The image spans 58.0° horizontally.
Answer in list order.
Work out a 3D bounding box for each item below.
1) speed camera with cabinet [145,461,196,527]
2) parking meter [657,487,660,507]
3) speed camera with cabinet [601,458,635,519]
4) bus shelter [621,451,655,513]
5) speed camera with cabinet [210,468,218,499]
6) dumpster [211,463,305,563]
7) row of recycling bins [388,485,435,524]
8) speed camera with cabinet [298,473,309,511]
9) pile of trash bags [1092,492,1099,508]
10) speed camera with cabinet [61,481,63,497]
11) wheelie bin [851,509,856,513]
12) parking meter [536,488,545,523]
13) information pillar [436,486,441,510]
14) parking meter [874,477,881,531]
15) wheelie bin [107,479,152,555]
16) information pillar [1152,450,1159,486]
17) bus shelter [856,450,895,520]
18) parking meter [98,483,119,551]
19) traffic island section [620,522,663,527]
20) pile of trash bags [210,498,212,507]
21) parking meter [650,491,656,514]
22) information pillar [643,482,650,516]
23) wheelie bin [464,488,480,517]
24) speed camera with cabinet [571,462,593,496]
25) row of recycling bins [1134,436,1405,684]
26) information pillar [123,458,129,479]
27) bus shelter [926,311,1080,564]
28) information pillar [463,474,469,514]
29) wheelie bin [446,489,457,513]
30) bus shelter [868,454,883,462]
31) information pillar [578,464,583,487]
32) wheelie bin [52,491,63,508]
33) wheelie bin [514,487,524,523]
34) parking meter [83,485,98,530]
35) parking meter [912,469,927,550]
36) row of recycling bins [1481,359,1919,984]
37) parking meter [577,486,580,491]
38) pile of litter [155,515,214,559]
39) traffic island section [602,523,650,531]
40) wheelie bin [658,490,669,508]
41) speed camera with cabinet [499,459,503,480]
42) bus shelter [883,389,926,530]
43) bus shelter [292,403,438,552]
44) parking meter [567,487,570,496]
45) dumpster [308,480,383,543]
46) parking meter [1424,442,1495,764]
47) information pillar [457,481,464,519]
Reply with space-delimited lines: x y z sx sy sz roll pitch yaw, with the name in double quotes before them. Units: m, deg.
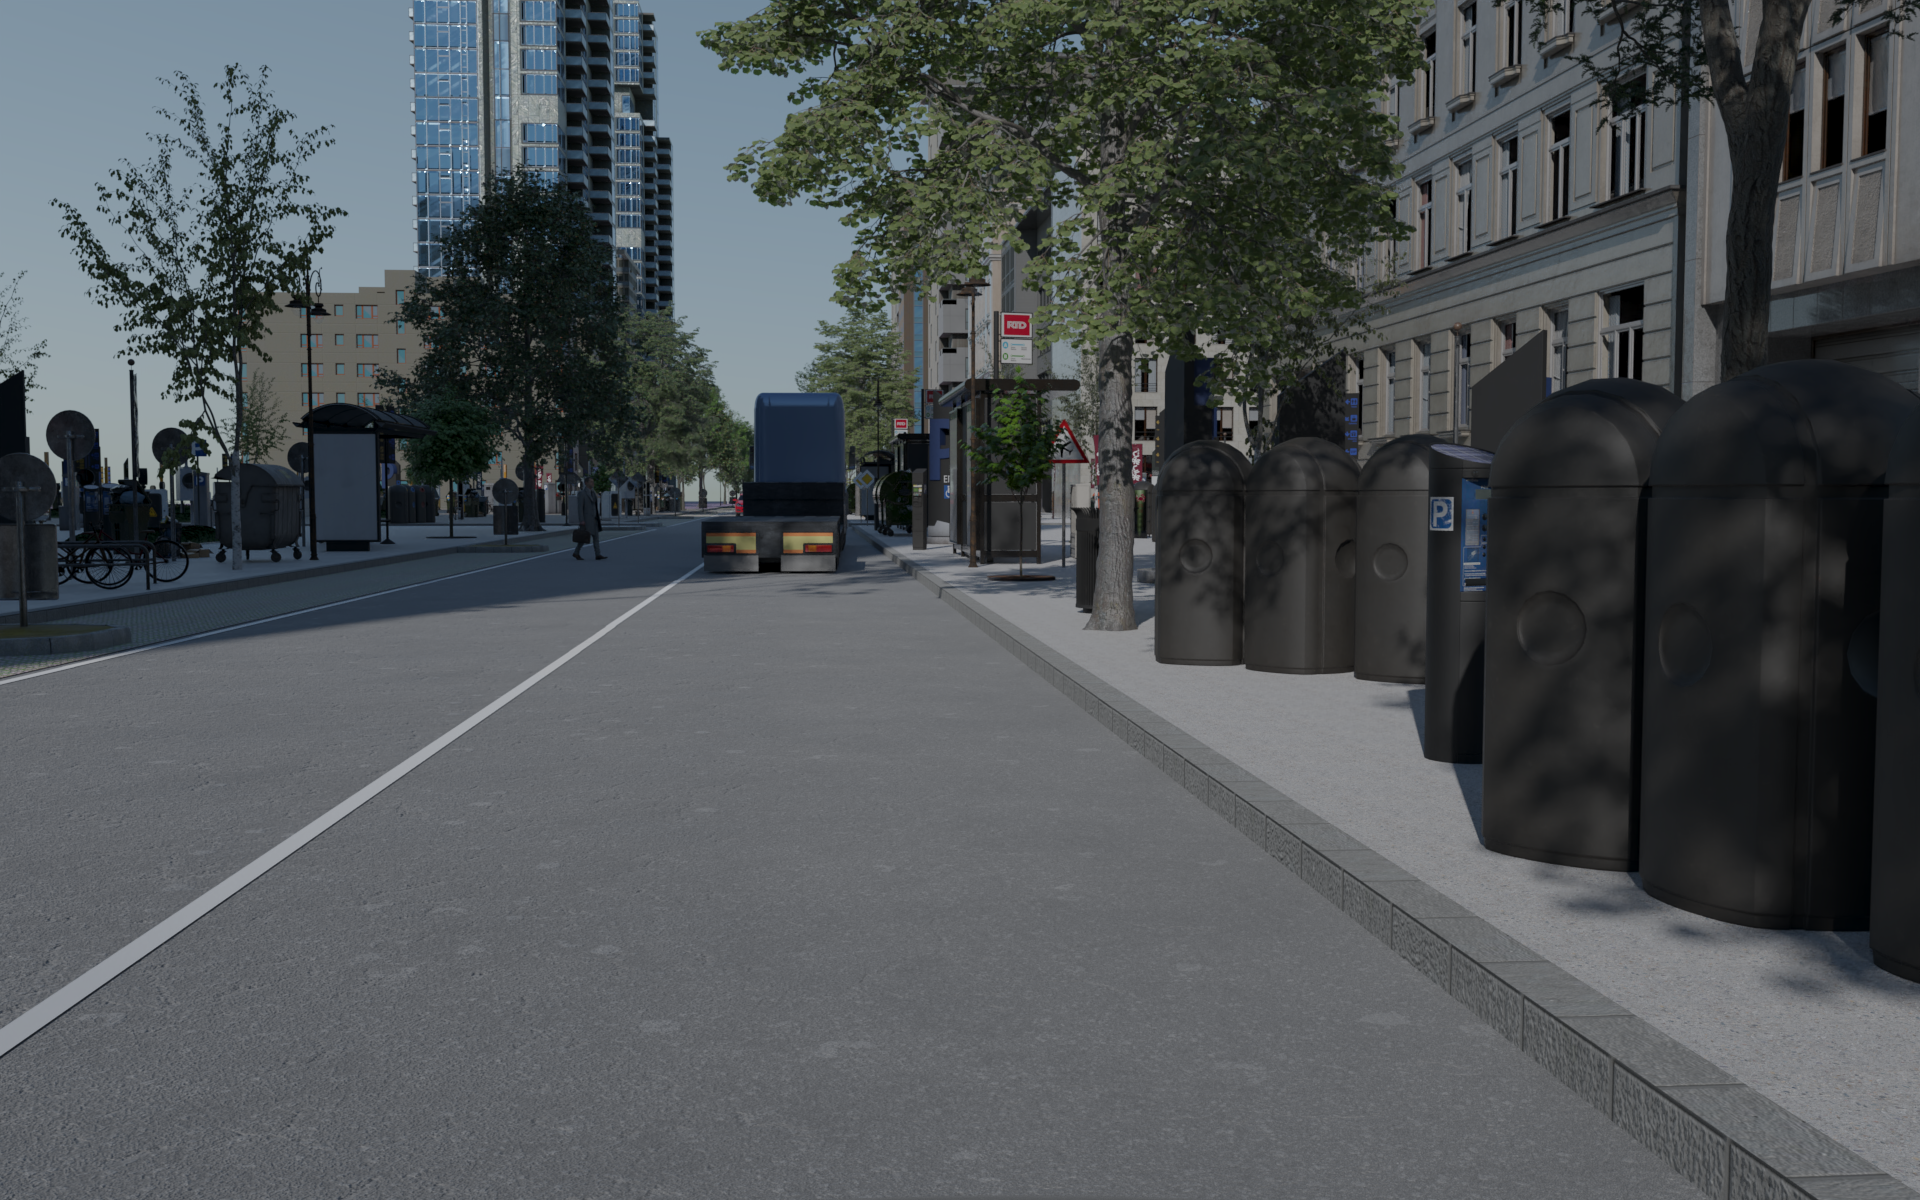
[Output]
"speed camera with cabinet" -26.673 -3.908 58.234 2.038 3.252 0.660 -3 5 -39
"parking meter" -25.722 -8.709 148.096 0.255 1.863 0.399 0 4 1
"speed camera with cabinet" -18.081 -5.951 91.634 0.660 3.252 2.038 2 4 30
"bus shelter" -23.014 -8.873 122.699 2.179 5.291 8.768 0 4 -5
"speed camera with cabinet" -55.596 -8.197 128.353 0.660 3.252 2.038 3 5 41
"dumpster" -13.408 -1.672 33.099 1.264 1.857 1.865 0 4 -5
"row of recycling bins" -24.254 -4.243 76.483 1.069 1.692 3.534 1 4 8
"speed camera with cabinet" -34.356 -5.833 89.699 2.038 3.252 0.660 0 4 1
"pile of trash bags" 8.192 -4.776 87.836 3.447 1.369 1.912 2 4 35
"speed camera with cabinet" -60.054 -7.534 117.523 0.660 3.252 2.038 1 4 12
"wheelie bin" -7.243 -6.577 115.439 0.980 1.594 0.693 -1 4 -18
"parking meter" -18.836 -4.247 77.849 0.372 1.533 0.369 0 3 0
"information pillar" -42.085 -9.075 139.725 0.183 3.616 0.504 -3 5 -44
"parking meter" -2.804 -3.371 60.820 0.399 1.863 0.255 -1 4 -14
"wheelie bin" -17.699 -1.774 36.918 0.980 1.594 0.693 2 4 30
"information pillar" 9.158 -5.459 80.606 0.504 3.616 0.183 3 5 41
"bus shelter" -3.891 -5.389 82.027 2.014 3.302 5.546 0 4 -5
"parking meter" -19.265 -1.890 39.316 0.372 1.533 0.369 0 3 0
"traffic island section" -14.262 -3.329 76.707 2.009 0.180 2.903 0 4 -5
"pile of trash bags" -37.941 -4.882 89.565 1.912 1.369 3.447 1 4 22
"parking meter" -19.714 -6.212 109.970 0.372 1.533 0.369 0 3 0
"information pillar" -18.572 -6.007 102.705 0.304 2.012 0.304 3 5 43
"wheelie bin" -26.815 -5.339 95.203 0.693 1.594 0.980 2 4 29
"speed camera with cabinet" -20.473 -6.087 93.852 0.660 3.252 2.038 -2 4 -31
"row of recycling bins" 2.902 -0.321 12.355 3.534 1.692 1.069 3 5 40
"information pillar" -53.763 -7.363 111.735 0.183 3.616 0.504 0 4 4
"bus shelter" 0.767 -3.554 35.737 2.179 5.291 8.768 0 4 -5
"information pillar" -27.767 -6.468 97.100 0.504 3.616 0.183 -2 4 -33
"wheelie bin" -33.804 -6.569 115.304 0.693 1.594 0.980 0 4 1
"bus shelter" -3.611 -6.834 89.360 2.179 5.291 8.768 0 4 -5
"information pillar" -29.194 -8.685 133.346 0.504 3.616 0.183 2 4 30
"wheelie bin" -62.635 -6.869 120.216 0.693 1.594 0.980 -1 4 -13
"wheelie bin" -19.657 -4.298 78.179 0.980 1.594 0.693 -2 4 -27
"parking meter" -23.250 -2.323 46.391 0.372 1.533 0.369 0 3 0
"parking meter" -0.926 -2.079 39.711 0.255 1.863 0.399 1 4 15
"row of recycling bins" 2.818 0.131 4.970 1.069 1.692 3.534 -1 4 -23
"parking meter" -28.930 -7.708 131.743 0.399 1.863 0.255 -3 5 -45
"pile of litter" -15.751 -1.296 35.161 1.176 0.858 1.719 0 3 0
"traffic island section" -13.558 -2.842 68.752 2.009 0.180 2.903 0 4 -5
"wheelie bin" -24.778 -8.373 144.808 0.980 1.594 0.693 -1 4 -11
"speed camera with cabinet" -25.690 -6.329 97.808 0.660 3.252 2.038 -1 4 -13
"bus shelter" -1.462 -5.273 63.849 2.179 5.291 8.768 0 4 -5
"bus shelter" -13.989 -2.888 41.138 2.014 3.302 5.546 0 4 -5
"parking meter" -32.314 -8.369 142.544 0.399 1.863 0.255 3 5 45
"dumpster" -16.253 -2.650 45.820 1.502 2.255 1.985 0 4 -5
"parking meter" 2.443 0.003 8.357 0.372 1.533 0.369 0 3 0
"information pillar" -25.467 -5.125 88.290 0.304 2.012 0.304 -1 4 -19
